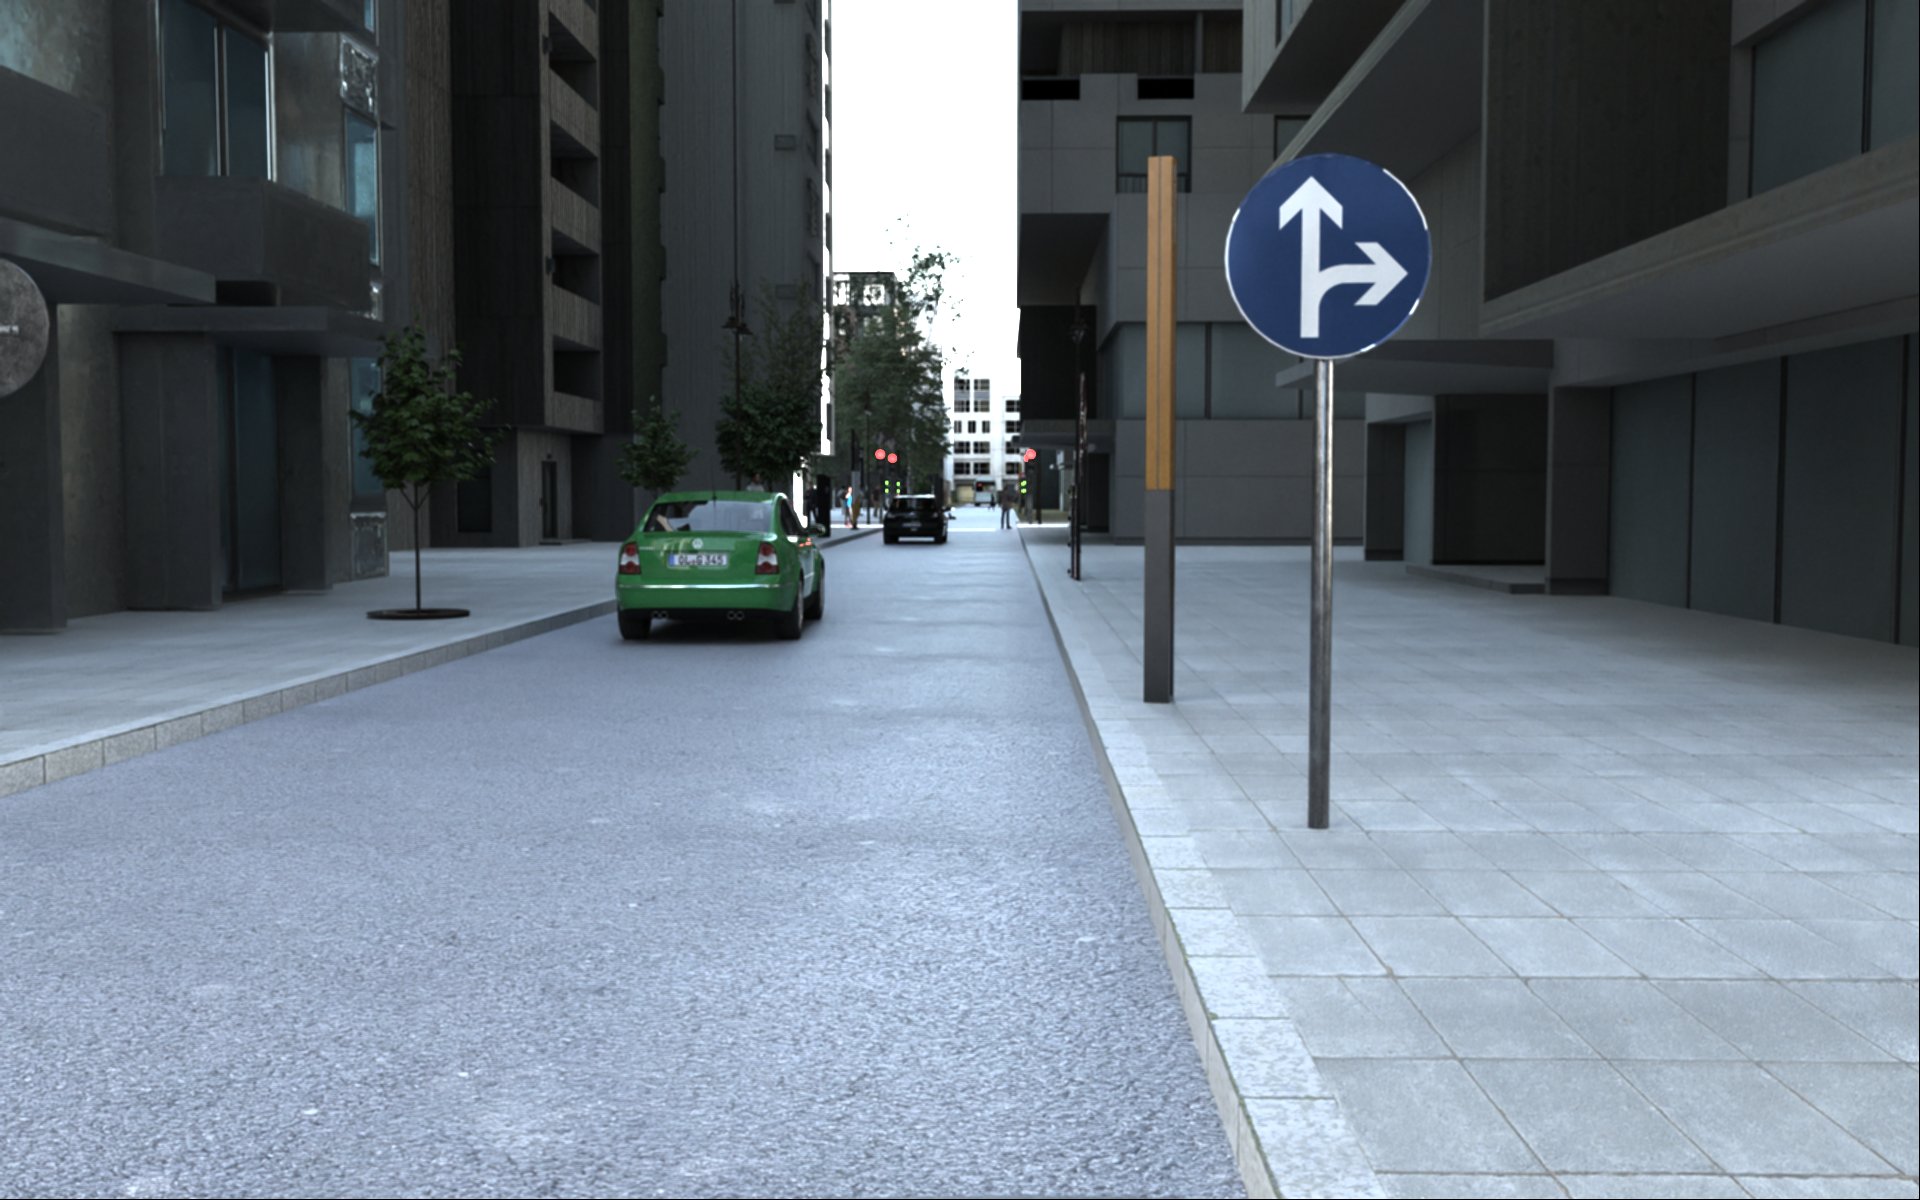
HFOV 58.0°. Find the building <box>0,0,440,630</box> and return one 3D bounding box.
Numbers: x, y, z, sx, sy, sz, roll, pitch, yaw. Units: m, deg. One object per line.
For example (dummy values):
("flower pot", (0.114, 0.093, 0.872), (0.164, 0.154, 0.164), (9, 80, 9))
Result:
("building", (-18.761, -24.051, 12.839), (23.786, 49.044, 30.456), (0, 4, 1))

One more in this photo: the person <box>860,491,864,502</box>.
("person", (-7.479, -7.370, 126.687), (0.875, 1.805, 0.789), (0, 4, 7))

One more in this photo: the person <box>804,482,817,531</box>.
("person", (-5.216, -3.288, 60.725), (0.541, 1.710, 0.530), (2, 4, 33))

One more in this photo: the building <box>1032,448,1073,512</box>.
("building", (17.088, -50.563, 139.371), (22.319, 86.520, 31.000), (0, 4, 1))

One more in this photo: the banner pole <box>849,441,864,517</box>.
("banner pole", (-4.935, -5.606, 81.674), (0.863, 3.779, 0.401), (1, 4, 10))

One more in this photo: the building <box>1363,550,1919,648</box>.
("building", (18.524, -26.301, 19.253), (28.713, 52.752, 27.495), (0, 4, 1))

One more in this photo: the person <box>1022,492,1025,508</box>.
("person", (5.962, -9.680, 164.402), (0.705, 1.812, 1.348), (0, 4, 4))

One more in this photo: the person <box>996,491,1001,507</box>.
("person", (4.387, -11.346, 194.719), (0.721, 1.735, 1.217), (-2, 4, -26))

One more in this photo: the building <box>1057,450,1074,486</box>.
("building", (12.146, -24.813, 89.287), (14.086, 41.232, 14.154), (0, 4, 1))

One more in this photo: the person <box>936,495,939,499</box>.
("person", (-1.454, -5.734, 106.160), (0.435, 1.345, 0.340), (3, 5, 44))

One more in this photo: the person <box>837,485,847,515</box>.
("person", (-7.061, -6.096, 105.867), (0.875, 1.805, 0.789), (0, 4, 8))

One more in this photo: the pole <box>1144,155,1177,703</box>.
("pole", (1.229, -1.025, 10.601), (0.158, 3.312, 0.155), (0, 3, 0))

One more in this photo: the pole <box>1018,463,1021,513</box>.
("pole", (3.963, -7.387, 114.628), (0.158, 3.312, 0.155), (0, 3, 0))

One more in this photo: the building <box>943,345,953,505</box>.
("building", (-6.762, -22.554, 225.178), (11.380, 20.091, 16.016), (0, 4, 1))

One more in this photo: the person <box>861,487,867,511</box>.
("person", (-7.099, -7.589, 130.253), (0.598, 1.807, 0.434), (2, 4, 27))

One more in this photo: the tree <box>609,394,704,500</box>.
("tree", (-5.948, -2.391, 33.696), (1.663, 3.219, 1.824), (0, 3, 0))

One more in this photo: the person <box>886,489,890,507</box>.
("person", (-5.513, -7.666, 132.109), (0.376, 1.734, 0.841), (0, 4, 4))

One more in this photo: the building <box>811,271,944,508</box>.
("building", (-16.116, -20.263, 175.281), (27.936, 21.610, 32.646), (0, 4, 1))

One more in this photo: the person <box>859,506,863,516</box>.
("person", (-6.137, -5.407, 102.740), (0.859, 0.850, 0.655), (-1, 4, -21))

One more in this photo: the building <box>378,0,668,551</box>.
("building", (-15.784, -16.628, 43.564), (14.160, 30.474, 14.107), (0, 4, 1))

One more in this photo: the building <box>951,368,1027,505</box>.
("building", (13.407, -23.496, 250.613), (31.486, 18.905, 16.747), (0, 4, 1))

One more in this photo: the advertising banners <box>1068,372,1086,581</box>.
("advertising banners", (1.746, -1.815, 25.860), (0.090, 3.025, 2.074), (0, 4, -1))

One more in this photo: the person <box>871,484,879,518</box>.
("person", (-4.394, -5.206, 91.282), (0.598, 1.807, 0.434), (-3, 5, -42))

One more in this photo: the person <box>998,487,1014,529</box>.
("person", (1.919, -3.824, 71.839), (0.655, 1.722, 0.431), (2, 4, 28))

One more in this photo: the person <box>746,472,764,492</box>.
("person", (-4.898, -2.176, 41.763), (0.789, 1.805, 0.875), (3, 5, 41))

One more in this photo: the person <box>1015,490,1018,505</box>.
("person", (7.038, -12.522, 211.309), (0.750, 1.759, 0.617), (0, 4, -3))

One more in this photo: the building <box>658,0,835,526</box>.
("building", (-12.210, -23.460, 67.166), (14.086, 41.232, 14.154), (0, 4, 1))

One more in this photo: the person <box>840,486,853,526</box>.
("person", (-4.440, -3.747, 69.169), (0.662, 1.594, 0.647), (-1, 4, -9))

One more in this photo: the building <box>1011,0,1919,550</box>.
("building", (15.274, -28.473, 54.777), (28.713, 52.752, 27.495), (0, 4, 1))

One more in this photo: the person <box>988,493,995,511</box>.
("person", (2.673, -8.274, 146.316), (0.613, 1.512, 0.480), (0, 4, 2))
